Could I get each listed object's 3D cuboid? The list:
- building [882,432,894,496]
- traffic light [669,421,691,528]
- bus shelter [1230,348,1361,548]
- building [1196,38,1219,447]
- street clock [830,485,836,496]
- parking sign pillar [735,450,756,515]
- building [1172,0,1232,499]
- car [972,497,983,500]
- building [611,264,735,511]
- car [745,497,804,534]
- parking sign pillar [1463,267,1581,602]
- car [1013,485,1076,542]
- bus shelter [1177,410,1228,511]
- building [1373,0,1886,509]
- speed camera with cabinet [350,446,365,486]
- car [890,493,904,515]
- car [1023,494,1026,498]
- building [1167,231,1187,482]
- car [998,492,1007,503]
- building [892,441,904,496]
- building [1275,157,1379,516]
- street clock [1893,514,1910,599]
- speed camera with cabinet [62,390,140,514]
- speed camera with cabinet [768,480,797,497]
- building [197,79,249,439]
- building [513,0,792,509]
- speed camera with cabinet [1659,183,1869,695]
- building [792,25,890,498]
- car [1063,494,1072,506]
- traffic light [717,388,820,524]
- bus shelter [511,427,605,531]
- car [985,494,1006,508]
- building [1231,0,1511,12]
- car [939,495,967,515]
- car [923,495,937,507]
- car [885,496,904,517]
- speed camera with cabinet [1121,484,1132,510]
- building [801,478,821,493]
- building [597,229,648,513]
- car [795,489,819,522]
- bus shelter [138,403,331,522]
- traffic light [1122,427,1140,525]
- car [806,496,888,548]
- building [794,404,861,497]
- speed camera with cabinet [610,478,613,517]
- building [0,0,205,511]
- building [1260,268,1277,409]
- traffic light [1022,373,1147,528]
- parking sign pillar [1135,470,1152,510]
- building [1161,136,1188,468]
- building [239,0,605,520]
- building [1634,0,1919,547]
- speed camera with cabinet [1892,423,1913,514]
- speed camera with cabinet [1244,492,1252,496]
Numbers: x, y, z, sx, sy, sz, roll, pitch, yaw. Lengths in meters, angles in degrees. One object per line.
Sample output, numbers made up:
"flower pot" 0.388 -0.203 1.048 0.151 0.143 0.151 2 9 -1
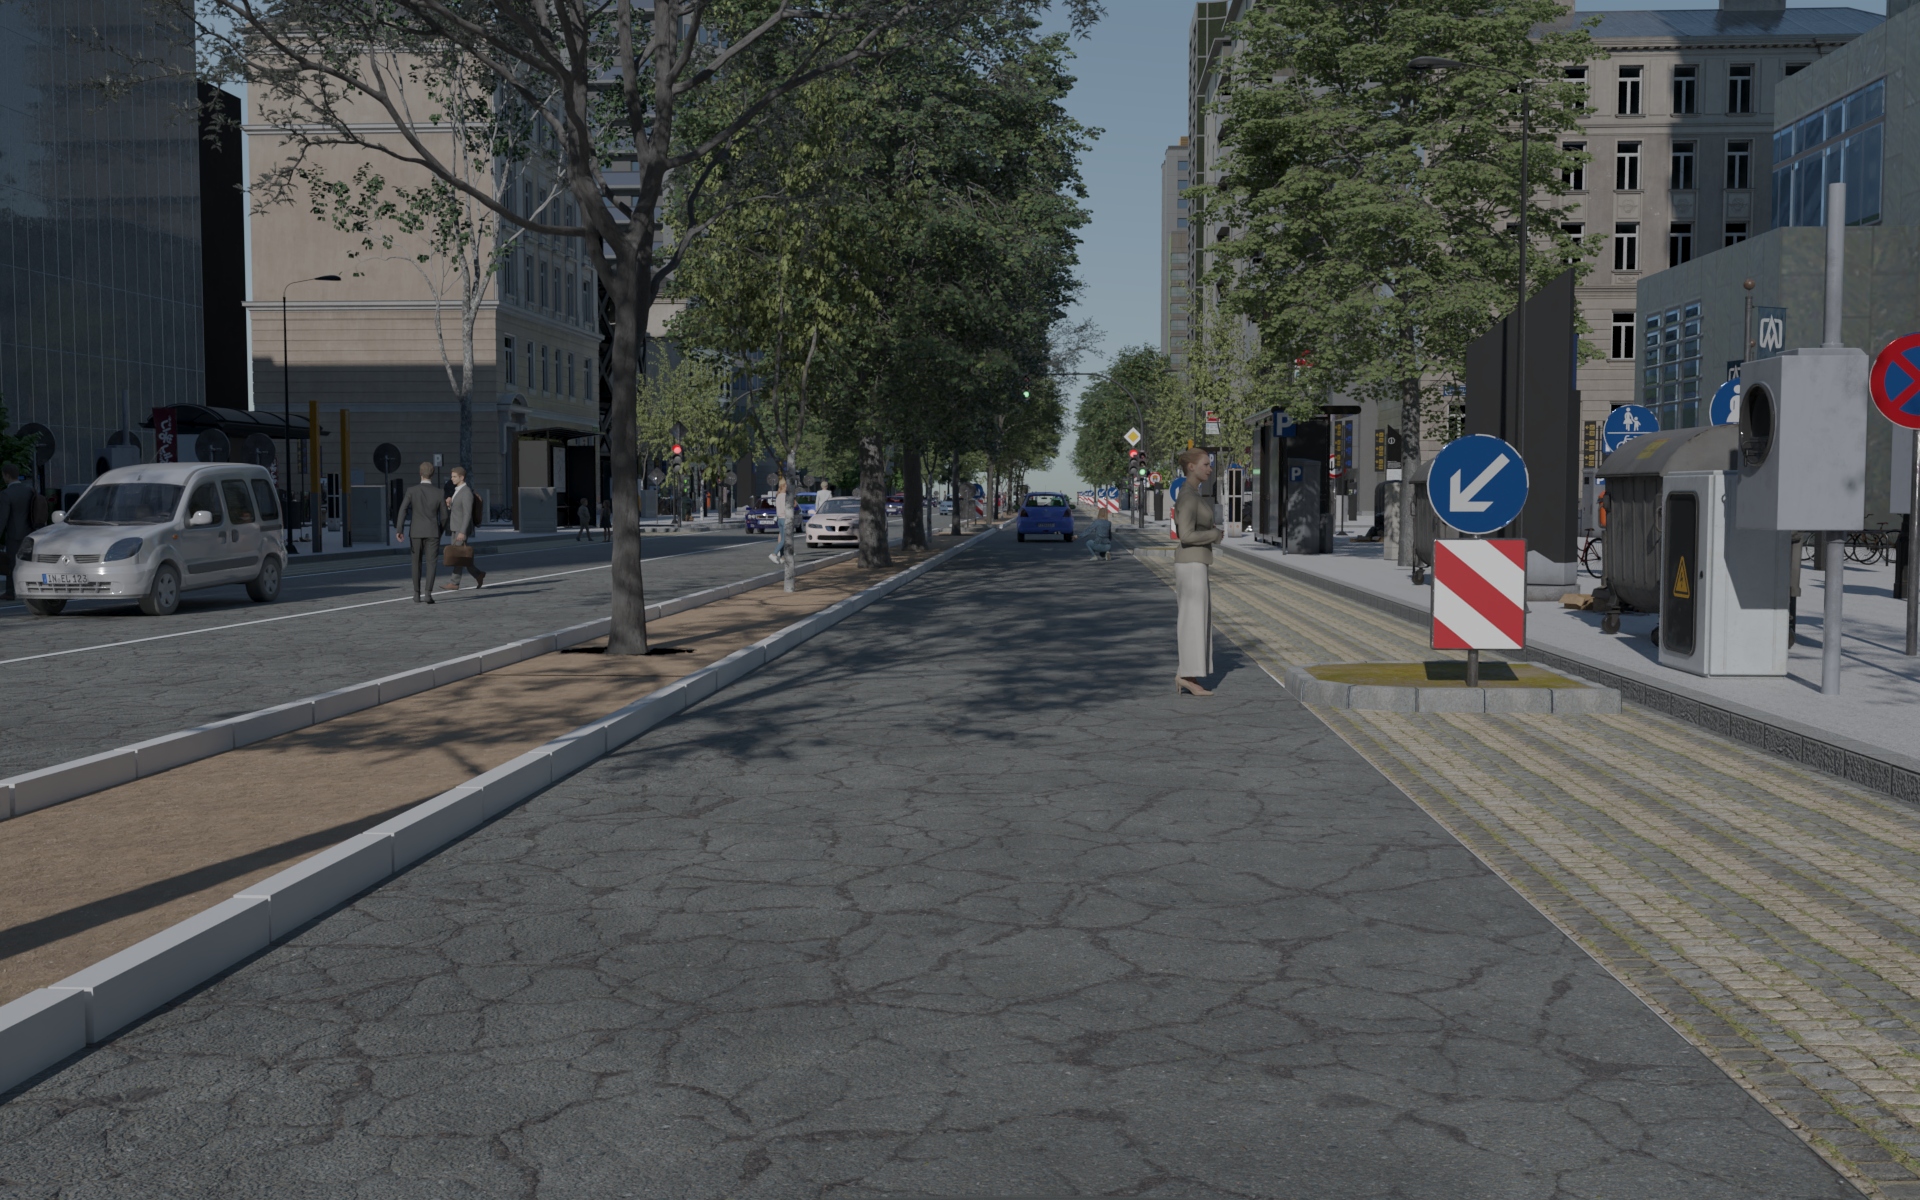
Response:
"building" -18.561 -38.971 287.293 14.600 45.320 14.200 0 4 3
"traffic light" -10.689 -4.714 65.986 0.839 4.253 0.868 0 4 3
"bus shelter" 8.667 -4.132 45.184 2.179 5.291 8.768 0 4 3
"building" 42.188 -37.164 196.867 28.713 52.752 27.495 0 4 3
"street clock" -10.025 -8.073 136.566 0.471 2.002 0.358 3 4 38
"parking sign pillar" -13.139 -7.220 106.512 1.447 3.967 1.447 3 5 41
"building" 41.758 -49.741 251.524 20.563 71.187 20.611 0 4 3
"car" 2.034 -12.822 221.636 2.014 1.417 4.499 0 4 2
"building" -24.530 -16.773 138.860 10.561 19.102 19.286 0 4 3
"car" -6.789 -3.112 63.453 1.945 1.354 3.894 0 4 3
"parking sign pillar" 6.883 -2.004 21.230 1.447 3.967 1.447 3 5 41
"car" 2.578 -2.646 52.852 1.945 1.707 3.694 0 4 1
"bus shelter" 11.317 -6.320 80.961 2.179 5.291 8.768 0 4 3
"building" 34.410 -17.738 87.283 25.104 27.353 12.463 0 4 3
"speed camera with cabinet" -21.985 -4.225 63.419 0.660 3.252 2.038 -2 4 -32
"car" -3.772 -6.707 118.700 2.155 1.783 4.494 0 4 4
"car" 10.966 -16.567 282.875 2.014 1.417 4.499 0 4 1
"building" 39.392 -35.861 269.925 14.154 41.232 14.086 0 4 3
"car" 6.571 -16.827 283.799 2.281 1.827 5.304 0 4 3
"building" -16.320 -37.788 301.427 14.154 41.232 14.086 0 4 3
"building" 29.808 -18.131 115.507 14.314 24.678 30.058 0 4 3
"street clock" 11.601 -1.019 21.225 0.358 2.002 0.471 1 4 10
"speed camera with cabinet" -16.539 -2.384 33.318 2.038 3.252 0.660 3 4 38
"speed camera with cabinet" -11.148 -6.999 108.768 0.660 3.252 2.038 3 4 39
"building" -48.489 -16.043 91.976 15.834 23.373 12.332 0 4 3
"building" -28.375 -38.037 163.905 21.231 58.520 28.212 0 4 3
"speed camera with cabinet" 5.439 -1.070 11.837 0.660 3.252 2.038 0 4 3
"building" -21.571 -50.809 268.984 20.563 71.187 20.611 0 4 3
"car" 9.631 -9.429 165.968 2.131 1.459 4.920 0 4 5
"traffic light" -8.121 -6.067 73.869 4.771 5.953 1.251 0 4 3
"bus shelter" -14.644 -4.414 63.458 1.731 3.624 6.357 0 4 4
"car" 3.608 -10.271 176.974 2.155 1.783 4.494 0 4 1
"building" 40.956 -35.429 168.499 28.713 52.752 27.495 0 4 3
"car" -0.360 -6.452 117.486 2.014 1.417 4.499 0 4 5
"car" -3.391 -10.591 185.736 1.945 1.354 3.894 0 4 3
"car" -4.089 -5.905 109.123 1.945 1.354 3.894 0 4 5
"speed camera with cabinet" 13.684 -8.997 141.441 0.660 3.252 2.038 1 4 18
"building" -32.025 -30.542 191.238 32.217 40.220 23.993 0 4 3
"building" -29.761 -15.174 115.540 16.820 18.784 16.811 0 4 3
"car" -6.922 -4.278 79.529 1.945 1.707 3.694 0 4 2
"bus shelter" -17.163 -2.904 41.403 2.014 3.302 5.546 0 4 3
"traffic light" 7.267 -5.139 72.937 0.839 4.253 0.868 0 4 3
"car" -3.044 -2.142 47.389 2.083 1.381 4.827 0 4 4
"building" -20.127 -29.379 252.039 14.160 30.474 14.107 0 4 3
"speed camera with cabinet" -18.343 -6.013 92.655 0.660 3.252 2.038 0 4 -5
"building" -34.805 -14.212 50.396 19.932 24.808 12.078 0 4 3
"building" 31.165 -18.905 138.773 12.332 23.373 15.834 0 4 3
"traffic light" 4.699 -5.522 64.948 4.771 5.953 1.251 0 4 3
"parking sign pillar" 14.749 -9.190 138.726 1.447 3.967 1.447 -3 4 -37
"building" 44.256 -45.795 290.746 21.231 58.520 28.212 0 4 3
"building" -28.793 -18.985 96.307 13.634 28.700 20.117 0 4 3
"building" 30.596 -44.109 33.860 22.319 86.520 31.000 0 4 3
"speed camera with cabinet" 12.017 -1.586 20.271 2.038 3.252 0.660 0 4 -6
"speed camera with cabinet" 22.213 -8.328 130.495 2.038 3.252 0.660 1 4 9
